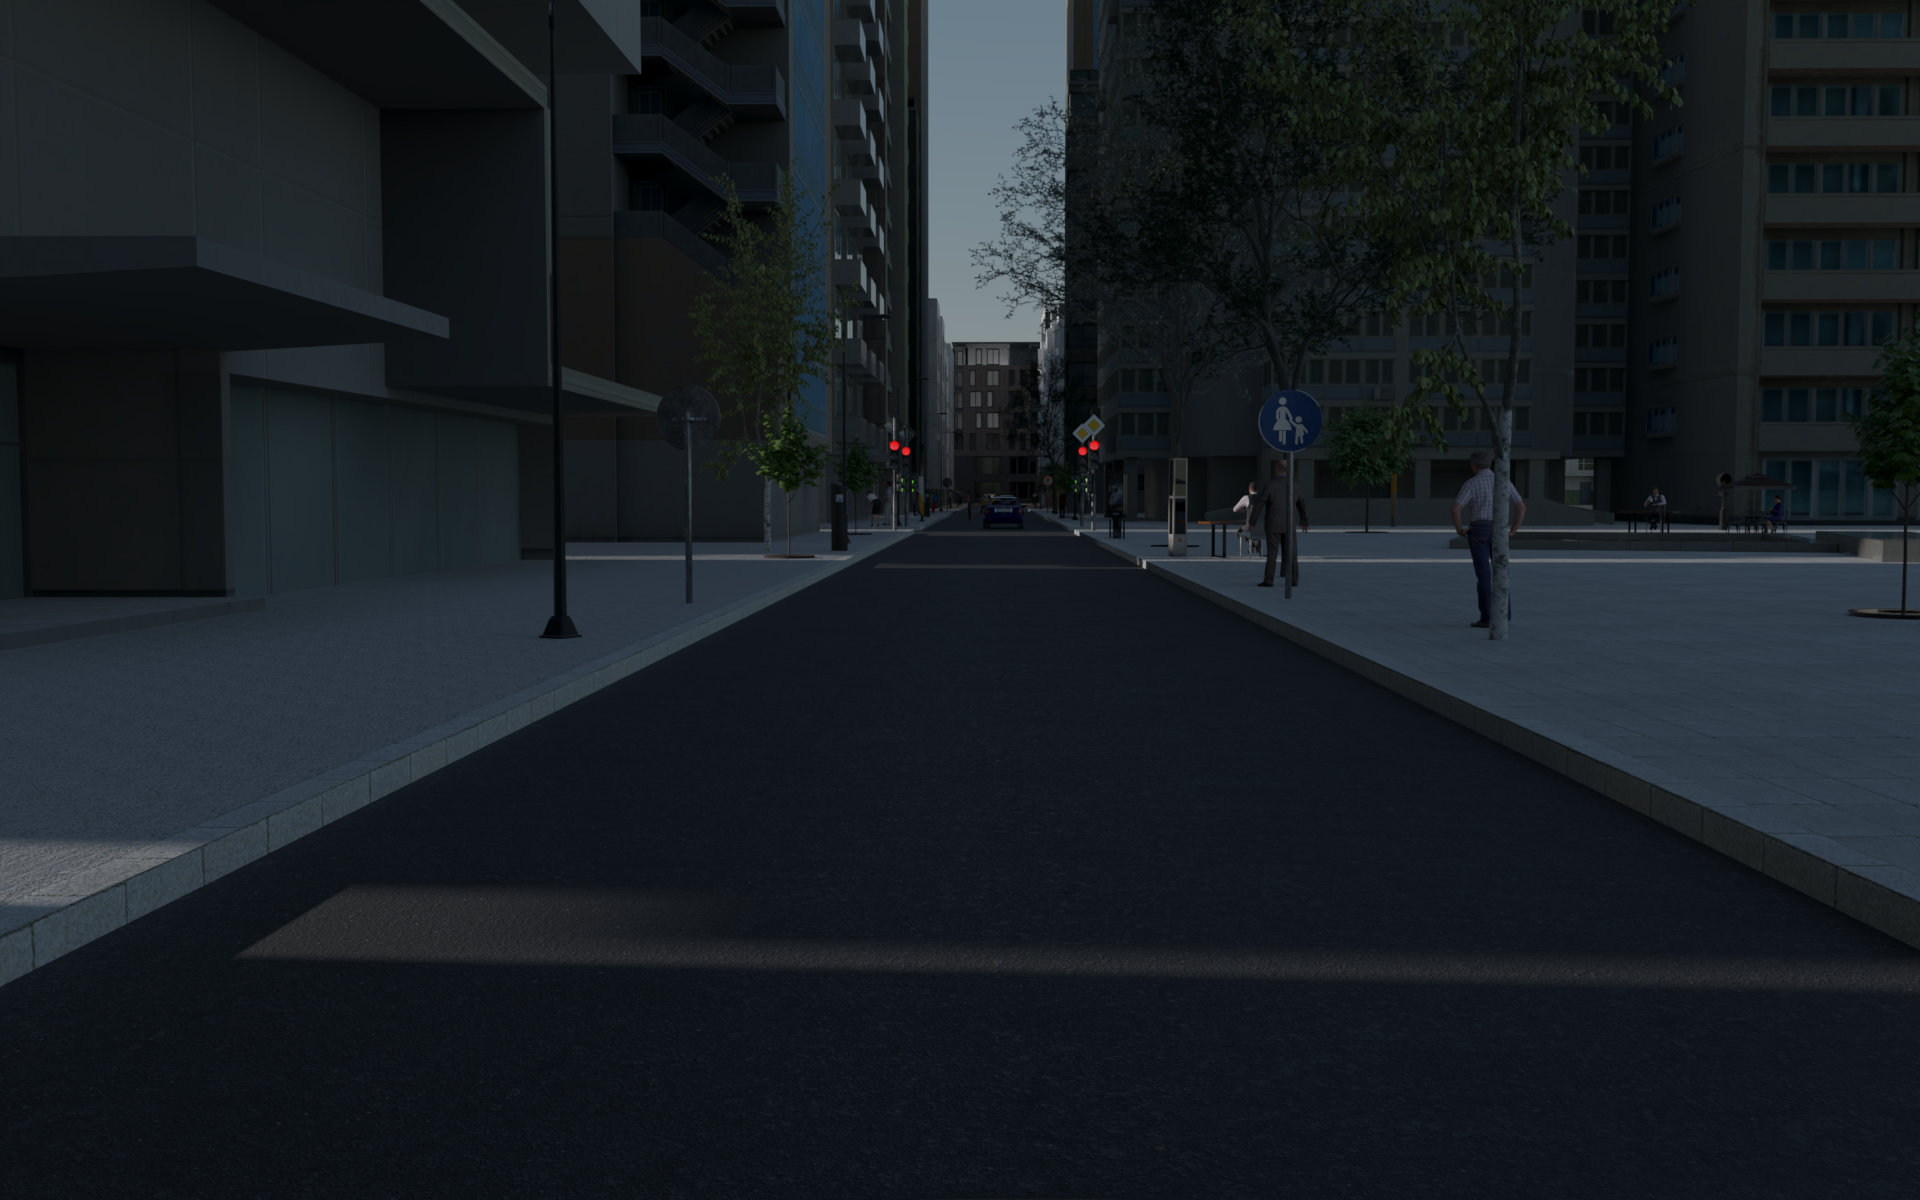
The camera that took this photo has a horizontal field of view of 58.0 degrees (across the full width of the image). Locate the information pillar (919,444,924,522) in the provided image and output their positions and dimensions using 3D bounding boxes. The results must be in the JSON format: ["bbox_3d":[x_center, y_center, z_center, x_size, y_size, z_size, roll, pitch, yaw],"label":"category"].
[{"bbox_3d":[-1.803,-5.471,80.803,0.183,3.616,0.504,1,4,16],"label":"information pillar"}]

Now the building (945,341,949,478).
[{"bbox_3d":[-9.244,-20.626,193.647,16.016,20.091,11.380,0,4,1],"label":"building"}]

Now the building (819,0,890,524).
[{"bbox_3d":[-15.323,-28.397,83.892,23.786,49.044,30.456,0,4,1],"label":"building"}]

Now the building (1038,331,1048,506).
[{"bbox_3d":[16.178,-19.797,180.097,16.016,20.091,11.380,0,4,1],"label":"building"}]

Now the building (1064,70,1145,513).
[{"bbox_3d":[14.272,-21.396,121.527,14.160,30.474,14.107,0,4,1],"label":"building"}]

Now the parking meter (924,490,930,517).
[{"bbox_3d":[-1.858,-5.405,96.780,0.372,1.533,0.369,0,3,0],"label":"parking meter"}]

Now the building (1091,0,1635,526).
[{"bbox_3d":[18.942,-24.030,84.765,23.993,40.220,32.217,0,4,1],"label":"building"}]

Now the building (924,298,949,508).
[{"bbox_3d":[-10.132,-18.706,172.305,16.747,18.905,31.486,0,4,1],"label":"building"}]

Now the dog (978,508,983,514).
[{"bbox_3d":[1.597,-6.509,126.618,0.550,0.427,0.748,0,4,3],"label":"dog"}]

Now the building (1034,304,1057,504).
[{"bbox_3d":[23.353,-21.899,202.021,27.936,21.610,32.646,0,4,1],"label":"building"}]

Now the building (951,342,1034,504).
[{"bbox_3d":[15.356,-24.385,242.662,32.646,21.610,27.936,0,4,1],"label":"building"}]

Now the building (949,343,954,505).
[{"bbox_3d":[-16.680,-21.114,211.678,31.486,18.905,16.747,0,4,1],"label":"building"}]

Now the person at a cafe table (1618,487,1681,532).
[{"bbox_3d":[22.516,-2.927,56.364,1.698,1.524,1.622,3,4,36],"label":"person at a cafe table"}]

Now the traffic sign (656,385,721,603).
[{"bbox_3d":[-3.181,-1.233,20.270,0.768,2.556,0.104,0,4,5],"label":"traffic sign"}]

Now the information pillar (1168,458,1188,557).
[{"bbox_3d":[4.472,-1.899,35.537,0.304,2.012,0.304,-1,4,-12],"label":"information pillar"}]

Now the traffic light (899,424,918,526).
[{"bbox_3d":[-2.117,-4.900,69.037,0.839,4.253,0.868,0,4,1],"label":"traffic light"}]

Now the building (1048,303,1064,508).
[{"bbox_3d":[17.047,-19.101,168.720,16.016,20.091,11.380,0,4,1],"label":"building"}]

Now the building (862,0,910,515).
[{"bbox_3d":[-10.506,-25.852,106.270,14.154,41.232,14.086,0,4,1],"label":"building"}]

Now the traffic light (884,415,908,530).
[{"bbox_3d":[-2.274,-4.412,61.054,0.839,4.253,0.868,0,4,1],"label":"traffic light"}]

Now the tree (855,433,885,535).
[{"bbox_3d":[-3.148,-3.662,54.476,1.663,3.219,1.824,0,3,0],"label":"tree"}]

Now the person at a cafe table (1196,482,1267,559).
[{"bbox_3d":[5.801,-1.609,34.829,1.698,1.524,1.622,-1,4,-10],"label":"person at a cafe table"}]

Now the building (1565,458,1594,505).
[{"bbox_3d":[67.502,-20.996,209.740,31.486,18.905,16.747,0,4,1],"label":"building"}]

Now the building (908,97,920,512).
[{"bbox_3d":[-10.132,-21.343,120.664,14.160,30.474,14.107,0,4,1],"label":"building"}]

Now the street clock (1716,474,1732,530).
[{"bbox_3d":[26.998,-3.466,61.233,0.471,2.002,0.358,-1,4,-10],"label":"street clock"}]

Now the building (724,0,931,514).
[{"bbox_3d":[-9.596,-29.616,134.330,14.600,45.320,14.200,0,4,1],"label":"building"}]

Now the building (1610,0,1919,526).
[{"bbox_3d":[41.618,-27.795,78.154,21.600,48.544,21.300,0,4,1],"label":"building"}]

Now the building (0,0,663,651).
[{"bbox_3d":[-19.205,-26.278,18.892,28.713,52.752,27.495,0,4,1],"label":"building"}]

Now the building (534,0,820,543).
[{"bbox_3d":[-11.649,-24.564,51.737,14.200,45.320,14.600,0,4,1],"label":"building"}]

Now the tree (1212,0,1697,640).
[{"bbox_3d":[4.548,-3.962,15.135,4.737,8.622,4.395,0,3,0],"label":"tree"}]

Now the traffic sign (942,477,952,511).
[{"bbox_3d":[-0.982,-8.124,132.925,0.768,2.556,0.104,0,4,7],"label":"traffic sign"}]

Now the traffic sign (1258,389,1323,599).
[{"bbox_3d":[4.021,-1.286,21.139,0.768,2.556,0.104,1,4,9],"label":"traffic sign"}]

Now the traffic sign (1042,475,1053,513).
[{"bbox_3d":[5.873,-7.078,115.825,0.768,2.556,0.104,0,4,4],"label":"traffic sign"}]

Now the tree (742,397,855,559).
[{"bbox_3d":[-3.308,-2.457,34.767,1.663,3.219,1.824,0,3,0],"label":"tree"}]

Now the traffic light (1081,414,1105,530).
[{"bbox_3d":[4.687,-4.404,60.934,0.839,4.253,0.868,0,4,1],"label":"traffic light"}]

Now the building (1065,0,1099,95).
[{"bbox_3d":[15.397,-29.685,135.467,14.600,45.320,14.200,0,4,1],"label":"building"}]

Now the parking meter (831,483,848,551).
[{"bbox_3d":[-2.726,-1.881,39.160,0.372,1.533,0.369,0,3,0],"label":"parking meter"}]

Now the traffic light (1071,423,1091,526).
[{"bbox_3d":[4.843,-4.893,68.917,0.839,4.253,0.868,0,4,1],"label":"traffic light"}]

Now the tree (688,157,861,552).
[{"bbox_3d":[-4.285,-5.397,38.607,4.737,8.622,4.395,0,3,0],"label":"tree"}]

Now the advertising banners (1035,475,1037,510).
[{"bbox_3d":[6.174,-8.869,141.189,0.090,3.025,2.074,0,4,1],"label":"advertising banners"}]
